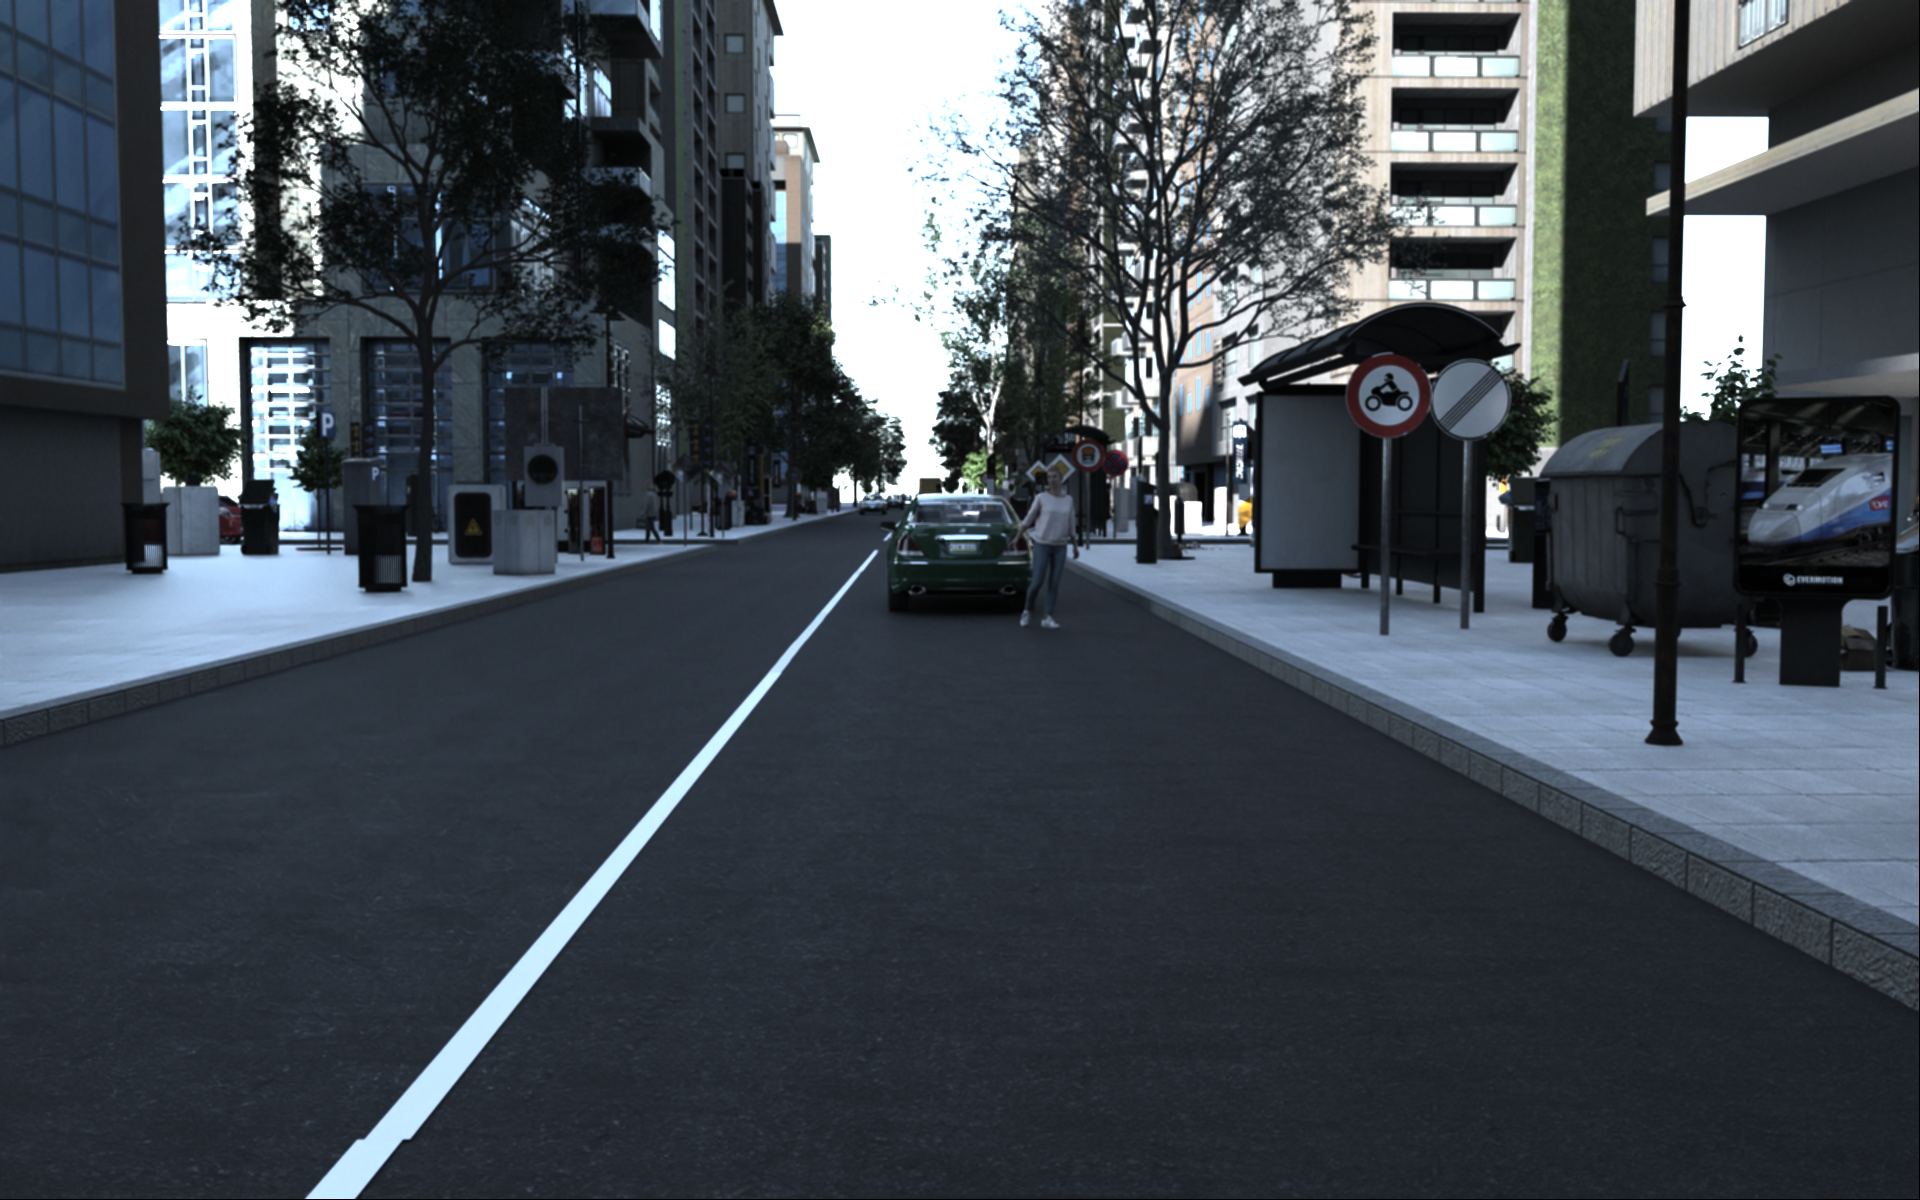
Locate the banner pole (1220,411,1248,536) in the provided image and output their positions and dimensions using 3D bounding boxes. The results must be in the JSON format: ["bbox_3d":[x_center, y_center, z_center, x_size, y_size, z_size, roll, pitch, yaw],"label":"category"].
[{"bbox_3d":[8.309,-3.816,52.404,0.863,3.779,0.401,2,4,29],"label":"banner pole"}]

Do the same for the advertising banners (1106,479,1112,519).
[{"bbox_3d":[7.254,-5.491,85.958,0.090,3.025,2.074,-1,4,-12],"label":"advertising banners"}]

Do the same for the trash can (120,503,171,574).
[{"bbox_3d":[-13.126,-0.996,27.938,0.748,1.137,0.748,0,3,0],"label":"trash can"}]

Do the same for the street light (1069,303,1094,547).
[{"bbox_3d":[2.942,-4.242,42.138,0.468,5.910,1.993,0,4,-1],"label":"street light"}]

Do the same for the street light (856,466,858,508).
[{"bbox_3d":[-9.605,-11.513,161.026,0.468,5.910,1.993,0,4,-1],"label":"street light"}]

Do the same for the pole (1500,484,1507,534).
[{"bbox_3d":[17.545,-3.794,55.883,0.158,3.312,0.155,0,3,0],"label":"pole"}]

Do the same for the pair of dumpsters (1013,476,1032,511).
[{"bbox_3d":[3.848,-5.717,95.959,1.574,2.255,4.437,0,4,-1],"label":"pair of dumpsters"}]

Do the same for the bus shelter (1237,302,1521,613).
[{"bbox_3d":[4.857,-1.660,21.073,2.014,3.302,5.546,0,4,-1],"label":"bus shelter"}]

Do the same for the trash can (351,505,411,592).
[{"bbox_3d":[-7.589,-0.679,22.758,0.748,1.137,0.748,0,3,0],"label":"trash can"}]

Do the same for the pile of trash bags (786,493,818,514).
[{"bbox_3d":[-10.463,-6.362,113.778,1.912,1.369,3.447,-1,4,-13],"label":"pile of trash bags"}]

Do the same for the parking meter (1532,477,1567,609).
[{"bbox_3d":[6.631,-0.674,19.429,0.372,1.533,0.369,0,3,0],"label":"parking meter"}]

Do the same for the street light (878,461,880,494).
[{"bbox_3d":[-11.353,-16.588,244.005,0.468,5.910,1.993,0,4,-1],"label":"street light"}]

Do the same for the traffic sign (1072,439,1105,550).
[{"bbox_3d":[2.950,-2.435,39.911,0.768,2.556,0.104,0,4,1],"label":"traffic sign"}]

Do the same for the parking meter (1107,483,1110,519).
[{"bbox_3d":[7.582,-5.149,89.895,0.399,1.863,0.255,-2,4,-35],"label":"parking meter"}]

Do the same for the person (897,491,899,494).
[{"bbox_3d":[-7.563,-12.653,215.904,0.750,1.759,0.617,0,4,5],"label":"person"}]

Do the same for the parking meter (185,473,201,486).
[{"bbox_3d":[-21.833,-2.670,49.359,0.255,1.863,0.399,3,5,44],"label":"parking meter"}]

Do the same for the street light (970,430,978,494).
[{"bbox_3d":[1.121,-9.330,125.333,0.468,5.910,1.993,0,4,-1],"label":"street light"}]

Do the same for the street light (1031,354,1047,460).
[{"bbox_3d":[2.601,-5.166,57.259,0.468,5.910,1.993,0,4,-1],"label":"street light"}]

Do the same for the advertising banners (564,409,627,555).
[{"bbox_3d":[-7.674,-2.467,36.531,2.074,3.025,0.090,3,5,40],"label":"advertising banners"}]

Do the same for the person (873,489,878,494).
[{"bbox_3d":[-6.668,-7.876,137.415,1.348,1.807,0.705,-1,4,-20],"label":"person"}]

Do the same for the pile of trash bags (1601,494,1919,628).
[{"bbox_3d":[8.157,-0.449,17.087,3.447,1.369,1.912,1,4,15],"label":"pile of trash bags"}]

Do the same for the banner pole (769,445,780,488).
[{"bbox_3d":[-9.412,-5.975,87.712,0.863,3.779,0.401,2,4,32],"label":"banner pole"}]

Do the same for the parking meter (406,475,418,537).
[{"bbox_3d":[-16.457,-2.836,52.085,0.255,1.863,0.399,-3,5,-45],"label":"parking meter"}]

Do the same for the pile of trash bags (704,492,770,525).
[{"bbox_3d":[-9.006,-3.754,71.134,1.912,1.369,3.447,0,4,7],"label":"pile of trash bags"}]

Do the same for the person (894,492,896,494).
[{"bbox_3d":[-9.958,-15.752,266.048,0.705,1.824,1.348,2,4,28],"label":"person"}]

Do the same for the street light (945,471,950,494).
[{"bbox_3d":[-2.241,-19.057,284.373,0.468,5.910,1.993,0,4,-1],"label":"street light"}]

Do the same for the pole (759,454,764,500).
[{"bbox_3d":[-10.015,-5.724,87.435,0.158,3.312,0.155,0,3,0],"label":"pole"}]

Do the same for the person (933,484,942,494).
[{"bbox_3d":[-0.845,-3.619,67.650,0.713,1.824,0.794,1,4,14],"label":"person"}]

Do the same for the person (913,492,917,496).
[{"bbox_3d":[-7.005,-16.268,275.205,1.217,1.736,0.721,-1,4,-20],"label":"person"}]

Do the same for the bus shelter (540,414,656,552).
[{"bbox_3d":[-8.534,-2.852,40.556,2.014,3.302,5.546,0,4,-1],"label":"bus shelter"}]

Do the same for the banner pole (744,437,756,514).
[{"bbox_3d":[-9.167,-5.226,75.464,0.863,3.779,0.401,3,5,41],"label":"banner pole"}]

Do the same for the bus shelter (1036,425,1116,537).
[{"bbox_3d":[3.515,-3.648,53.561,2.014,3.302,5.546,0,4,-1],"label":"bus shelter"}]

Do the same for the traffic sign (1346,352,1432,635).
[{"bbox_3d":[3.868,-0.954,15.705,0.768,2.556,0.104,0,4,4],"label":"traffic sign"}]

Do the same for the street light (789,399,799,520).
[{"bbox_3d":[-8.059,-6.837,84.569,0.468,5.910,1.993,0,4,-1],"label":"street light"}]

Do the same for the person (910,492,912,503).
[{"bbox_3d":[-6.437,-13.533,230.587,0.721,1.723,1.217,0,4,-4],"label":"person"}]

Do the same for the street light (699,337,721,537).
[{"bbox_3d":[-7.351,-4.794,51.163,0.468,5.910,1.993,0,4,-1],"label":"street light"}]

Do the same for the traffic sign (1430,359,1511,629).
[{"bbox_3d":[4.814,-0.999,16.442,0.768,2.556,0.104,0,4,0],"label":"traffic sign"}]

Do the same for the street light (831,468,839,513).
[{"bbox_3d":[-8.759,-8.932,118.821,0.468,5.910,1.993,0,4,-1],"label":"street light"}]

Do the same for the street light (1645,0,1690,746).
[{"bbox_3d":[3.621,-2.198,8.731,0.468,5.910,1.993,0,4,-1],"label":"street light"}]

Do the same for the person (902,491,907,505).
[{"bbox_3d":[-7.206,-13.286,225.597,0.709,1.838,0.599,-3,5,-45],"label":"person"}]

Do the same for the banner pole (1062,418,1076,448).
[{"bbox_3d":[3.544,-4.084,56.793,0.401,3.779,0.863,-3,4,-36],"label":"banner pole"}]

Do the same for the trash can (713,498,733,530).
[{"bbox_3d":[-8.459,-3.071,61.871,0.748,1.137,0.748,0,3,0],"label":"trash can"}]

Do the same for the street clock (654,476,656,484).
[{"bbox_3d":[-10.460,-3.435,60.733,0.471,2.002,0.358,-1,4,-19],"label":"street clock"}]

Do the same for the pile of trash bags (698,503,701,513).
[{"bbox_3d":[-15.709,-6.388,114.199,3.447,1.369,1.912,3,5,45],"label":"pile of trash bags"}]

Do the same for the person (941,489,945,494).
[{"bbox_3d":[-1.424,-7.828,136.505,1.348,1.821,0.705,0,4,-2],"label":"person"}]

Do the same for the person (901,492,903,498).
[{"bbox_3d":[-9.150,-16.123,272.919,0.445,1.727,0.742,-1,4,-13],"label":"person"}]

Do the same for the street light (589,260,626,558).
[{"bbox_3d":[-6.983,-3.771,34.449,0.468,5.910,1.993,0,4,-1],"label":"street light"}]

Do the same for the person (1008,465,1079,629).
[{"bbox_3d":[0.844,-0.575,18.570,0.731,1.740,0.598,-2,4,-28],"label":"person"}]

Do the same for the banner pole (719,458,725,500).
[{"bbox_3d":[-14.678,-7.130,106.593,0.401,3.779,0.863,-3,5,-41],"label":"banner pole"}]

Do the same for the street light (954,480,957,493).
[{"bbox_3d":[-0.707,-14.893,216.280,0.468,5.910,1.993,0,4,-1],"label":"street light"}]

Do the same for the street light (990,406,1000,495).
[{"bbox_3d":[1.856,-7.245,91.242,0.468,5.910,1.993,0,4,-1],"label":"street light"}]

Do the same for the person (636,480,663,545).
[{"bbox_3d":[-8.141,-2.246,45.403,0.728,1.800,0.709,1,4,10],"label":"person"}]

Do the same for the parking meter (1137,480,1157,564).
[{"bbox_3d":[3.455,-1.443,32.009,0.372,1.533,0.369,0,3,0],"label":"parking meter"}]

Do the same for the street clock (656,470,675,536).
[{"bbox_3d":[-8.878,-2.941,52.654,0.471,2.002,0.358,3,5,43],"label":"street clock"}]

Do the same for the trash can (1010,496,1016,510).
[{"bbox_3d":[3.102,-5.674,104.421,0.748,1.137,0.748,0,3,0],"label":"trash can"}]
